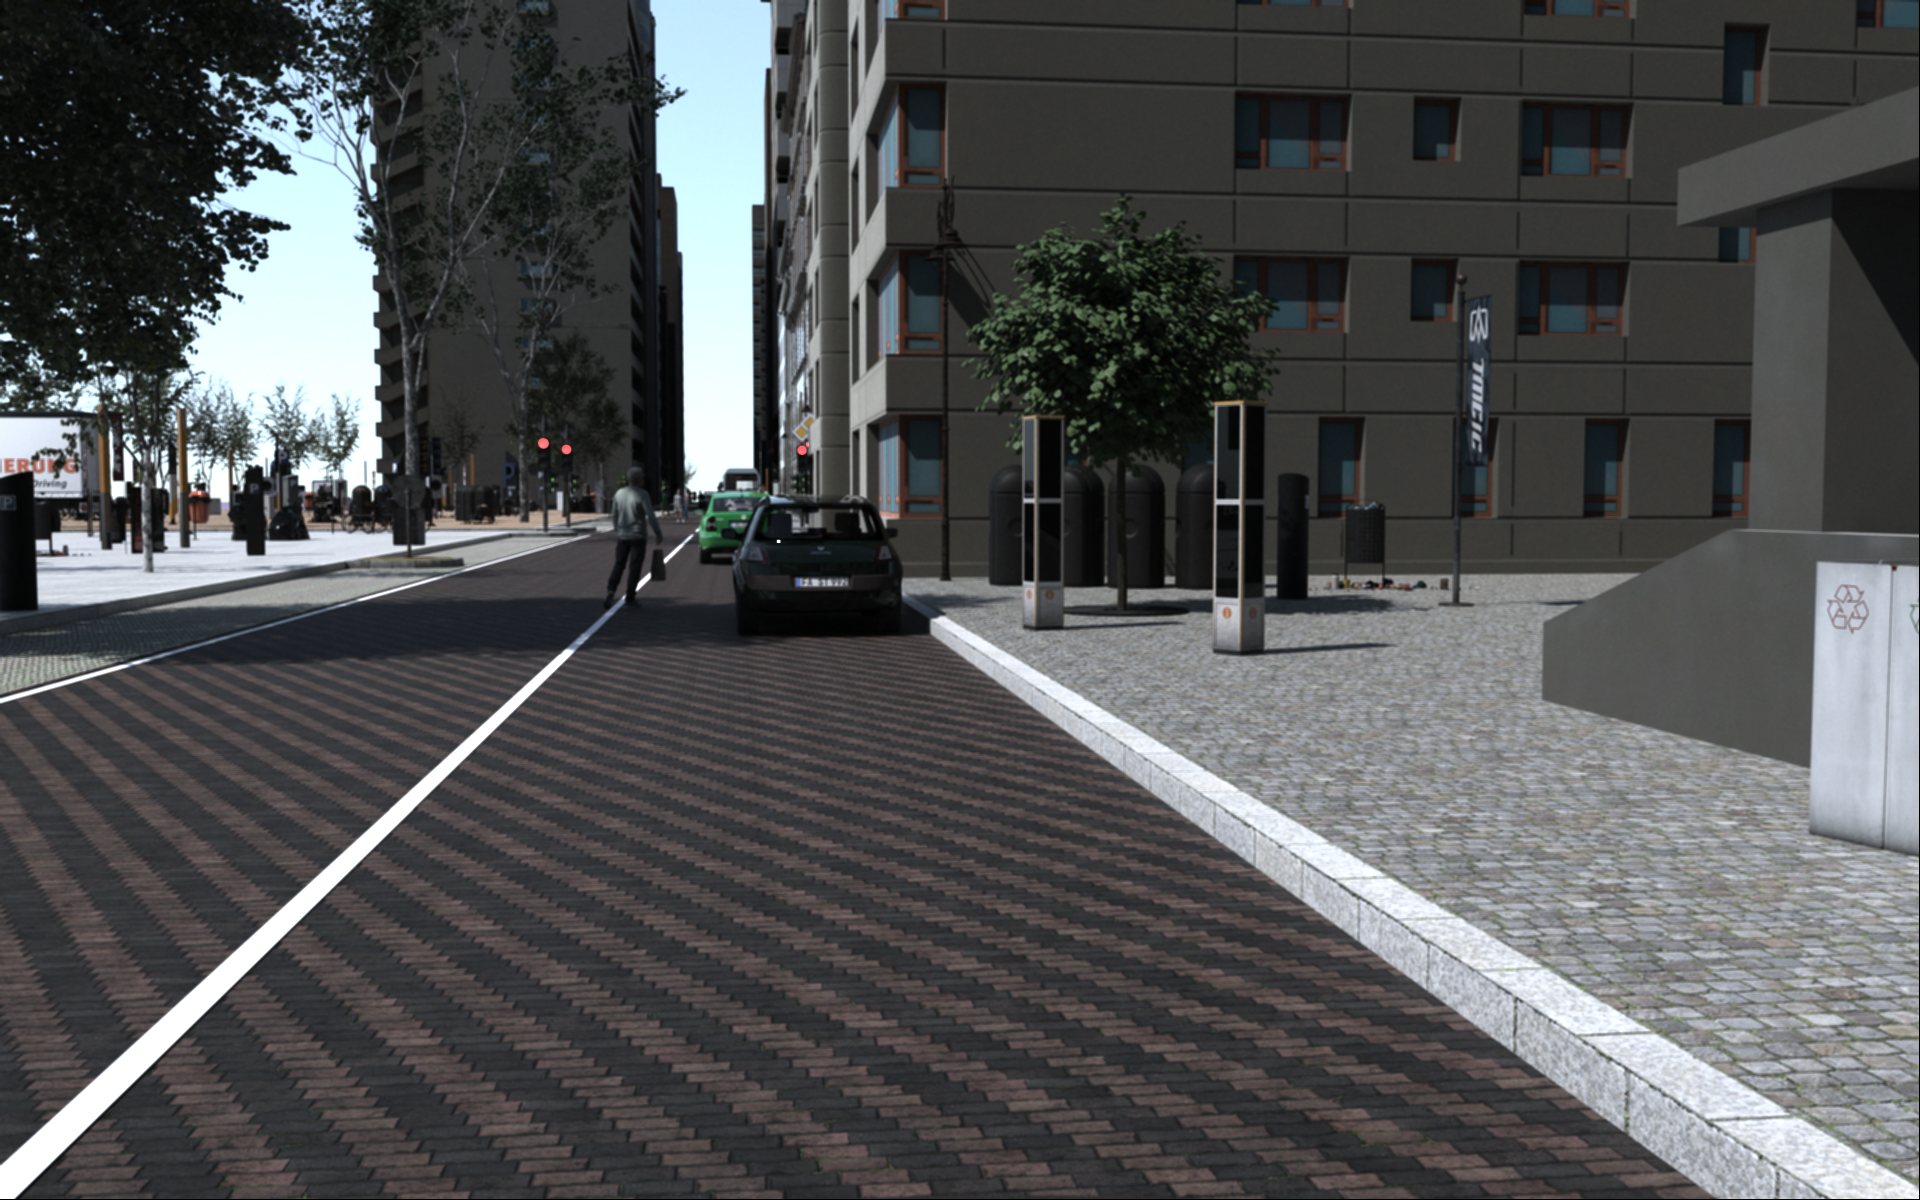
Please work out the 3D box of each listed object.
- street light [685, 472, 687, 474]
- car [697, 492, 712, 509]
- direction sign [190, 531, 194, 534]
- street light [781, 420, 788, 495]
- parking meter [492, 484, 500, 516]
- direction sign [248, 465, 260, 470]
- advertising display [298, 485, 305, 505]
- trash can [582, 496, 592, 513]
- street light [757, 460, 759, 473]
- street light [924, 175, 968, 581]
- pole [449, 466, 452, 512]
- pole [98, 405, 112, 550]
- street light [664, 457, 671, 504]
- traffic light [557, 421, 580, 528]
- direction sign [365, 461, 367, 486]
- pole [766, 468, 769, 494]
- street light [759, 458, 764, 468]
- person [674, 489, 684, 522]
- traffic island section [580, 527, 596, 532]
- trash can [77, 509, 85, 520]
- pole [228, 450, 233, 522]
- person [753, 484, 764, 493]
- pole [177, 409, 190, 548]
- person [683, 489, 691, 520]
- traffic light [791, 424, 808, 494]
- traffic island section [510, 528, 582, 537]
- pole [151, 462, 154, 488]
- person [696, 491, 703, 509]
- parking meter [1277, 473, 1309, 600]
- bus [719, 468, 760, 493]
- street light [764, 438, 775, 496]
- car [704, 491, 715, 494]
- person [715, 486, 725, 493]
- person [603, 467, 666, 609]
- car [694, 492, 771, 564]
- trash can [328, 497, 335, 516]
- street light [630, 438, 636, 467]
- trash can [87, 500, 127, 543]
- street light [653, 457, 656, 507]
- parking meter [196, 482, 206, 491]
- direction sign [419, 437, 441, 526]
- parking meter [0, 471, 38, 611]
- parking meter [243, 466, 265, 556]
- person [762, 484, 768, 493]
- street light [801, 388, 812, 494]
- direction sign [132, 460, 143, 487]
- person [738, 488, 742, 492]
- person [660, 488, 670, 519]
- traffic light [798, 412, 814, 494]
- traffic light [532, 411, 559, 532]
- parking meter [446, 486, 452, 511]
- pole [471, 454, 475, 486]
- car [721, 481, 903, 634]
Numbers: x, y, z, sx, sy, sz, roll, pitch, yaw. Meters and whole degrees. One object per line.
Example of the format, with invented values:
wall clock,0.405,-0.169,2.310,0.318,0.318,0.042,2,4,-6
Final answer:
street light,-46.458,-19.624,293.638,0.468,5.910,1.993,0,4,-7
car,-24.156,-9.542,165.793,2.009,1.686,4.222,-1,4,-9
direction sign,-24.726,-3.874,55.341,0.379,3.537,0.876,-2,4,-28
street light,-10.937,-8.273,108.054,0.468,5.910,1.993,0,4,-7
parking meter,-27.564,-5.951,103.002,0.399,1.863,0.255,1,4,16
direction sign,-54.634,-8.687,134.036,0.876,3.537,0.379,-1,4,-8
advertising display,-48.945,-7.517,128.120,0.974,1.923,0.123,-2,4,-25
trash can,-24.986,-6.385,116.055,0.748,1.137,0.748,0,3,0
street light,-25.075,-14.960,217.381,0.468,5.910,1.993,0,4,-7
street light,-0.214,-3.224,25.494,0.468,5.910,1.993,0,4,-7
pole,-36.770,-8.024,125.036,0.158,3.312,0.155,0,3,0
pole,-19.718,-2.819,39.933,0.158,3.312,0.155,0,3,0
street light,-35.898,-14.581,211.184,0.468,5.910,1.993,0,4,-7
traffic light,-15.010,-4.735,66.335,0.839,4.253,0.868,0,4,-7
direction sign,-40.220,-7.660,117.239,0.379,3.537,0.876,-2,4,-24
pole,-15.284,-8.783,137.444,0.158,3.312,0.155,0,3,0
street light,-20.704,-12.871,183.224,0.468,5.910,1.993,0,4,-7
person,-14.372,-4.833,88.528,0.512,1.701,0.522,-1,4,-20
traffic island section,-15.051,-2.702,66.465,2.009,0.180,2.903,0,4,-7
trash can,-44.076,-4.612,87.066,0.748,1.137,0.748,0,3,0
pole,-33.392,-5.228,79.326,0.158,3.312,0.155,0,3,0
person,-8.029,-3.709,69.113,0.622,1.834,0.822,-3,5,-44
pole,-18.596,-2.913,41.469,0.158,3.312,0.155,0,3,0
person,-15.402,-5.392,97.493,0.643,1.720,0.563,-2,4,-24
traffic light,-6.175,-4.806,67.491,0.839,4.253,0.868,0,4,-7
traffic island section,-14.026,-2.218,58.546,2.009,0.180,2.903,0,4,-7
pole,-51.412,-7.122,110.287,0.158,3.312,0.155,0,3,0
person,-25.809,-9.930,171.382,0.750,1.759,0.617,-2,4,-34
parking meter,4.072,-0.781,21.185,0.372,1.533,0.369,0,3,0
bus,-16.383,-8.192,128.799,2.948,3.499,13.247,-1,4,-8
street light,-16.439,-10.810,149.533,0.468,5.910,1.993,0,4,-7
car,-33.280,-13.570,230.545,2.281,1.827,5.304,0,4,-8
person,-11.712,-4.706,85.244,0.655,1.846,0.447,-3,4,-39
person,-4.039,-0.774,21.633,0.782,1.767,0.515,1,4,22
car,-4.693,-1.726,37.022,1.959,1.807,4.718,-1,4,-9
trash can,-36.173,-5.364,99.361,0.748,1.137,0.748,0,3,0
street light,-26.976,-10.403,142.879,0.468,5.910,1.993,0,4,-7
trash can,-22.107,-2.050,45.167,0.748,1.137,0.748,0,3,0
street light,-31.290,-12.463,176.564,0.468,5.910,1.993,0,4,-7
parking meter,-38.107,-4.972,87.005,0.399,1.863,0.255,1,4,13
direction sign,-21.196,-4.730,69.339,0.876,3.537,0.379,-3,4,-37
parking meter,-10.417,-0.655,19.127,0.372,1.533,0.369,0,3,0
parking meter,-14.769,-1.866,36.225,0.399,1.863,0.255,-1,4,-22
person,-8.197,-3.883,72.085,0.679,1.850,0.850,3,4,37
street light,-6.561,-6.188,73.969,0.468,5.910,1.993,0,4,-7
direction sign,-53.835,-7.443,113.688,0.876,3.537,0.379,0,4,1
person,-12.743,-5.607,100.533,0.624,1.780,0.694,2,4,32
person,-16.805,-5.502,98.710,0.529,1.795,0.600,1,4,9
traffic light,-5.149,-4.321,59.572,0.839,4.253,0.868,0,4,-7
traffic light,-13.985,-4.250,58.416,0.839,4.253,0.868,0,4,-7
parking meter,-39.129,-7.758,132.549,0.255,1.863,0.399,1,4,21
pole,-24.769,-5.764,88.080,0.158,3.312,0.155,0,3,0
car,-1.640,-0.576,19.205,2.009,1.686,4.222,0,4,-8
